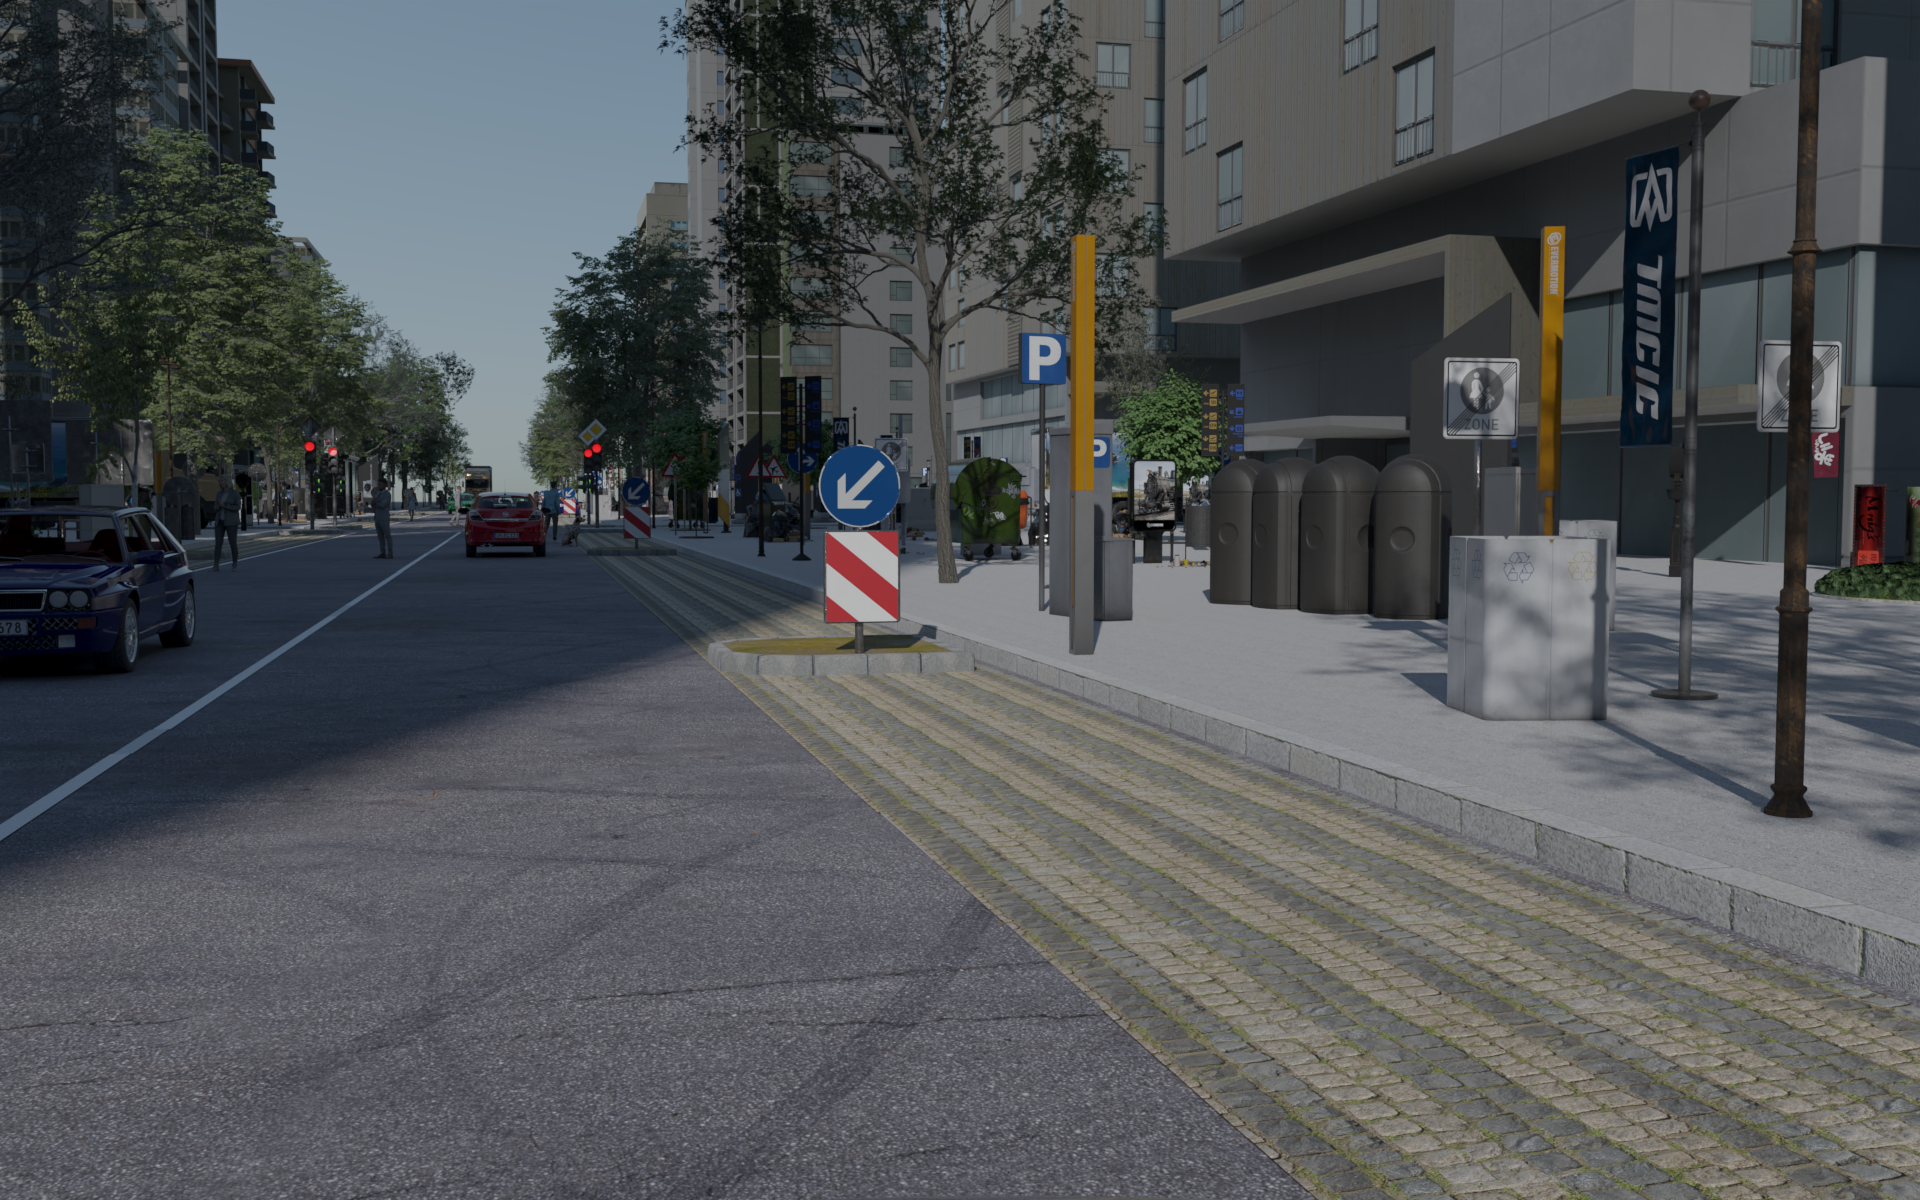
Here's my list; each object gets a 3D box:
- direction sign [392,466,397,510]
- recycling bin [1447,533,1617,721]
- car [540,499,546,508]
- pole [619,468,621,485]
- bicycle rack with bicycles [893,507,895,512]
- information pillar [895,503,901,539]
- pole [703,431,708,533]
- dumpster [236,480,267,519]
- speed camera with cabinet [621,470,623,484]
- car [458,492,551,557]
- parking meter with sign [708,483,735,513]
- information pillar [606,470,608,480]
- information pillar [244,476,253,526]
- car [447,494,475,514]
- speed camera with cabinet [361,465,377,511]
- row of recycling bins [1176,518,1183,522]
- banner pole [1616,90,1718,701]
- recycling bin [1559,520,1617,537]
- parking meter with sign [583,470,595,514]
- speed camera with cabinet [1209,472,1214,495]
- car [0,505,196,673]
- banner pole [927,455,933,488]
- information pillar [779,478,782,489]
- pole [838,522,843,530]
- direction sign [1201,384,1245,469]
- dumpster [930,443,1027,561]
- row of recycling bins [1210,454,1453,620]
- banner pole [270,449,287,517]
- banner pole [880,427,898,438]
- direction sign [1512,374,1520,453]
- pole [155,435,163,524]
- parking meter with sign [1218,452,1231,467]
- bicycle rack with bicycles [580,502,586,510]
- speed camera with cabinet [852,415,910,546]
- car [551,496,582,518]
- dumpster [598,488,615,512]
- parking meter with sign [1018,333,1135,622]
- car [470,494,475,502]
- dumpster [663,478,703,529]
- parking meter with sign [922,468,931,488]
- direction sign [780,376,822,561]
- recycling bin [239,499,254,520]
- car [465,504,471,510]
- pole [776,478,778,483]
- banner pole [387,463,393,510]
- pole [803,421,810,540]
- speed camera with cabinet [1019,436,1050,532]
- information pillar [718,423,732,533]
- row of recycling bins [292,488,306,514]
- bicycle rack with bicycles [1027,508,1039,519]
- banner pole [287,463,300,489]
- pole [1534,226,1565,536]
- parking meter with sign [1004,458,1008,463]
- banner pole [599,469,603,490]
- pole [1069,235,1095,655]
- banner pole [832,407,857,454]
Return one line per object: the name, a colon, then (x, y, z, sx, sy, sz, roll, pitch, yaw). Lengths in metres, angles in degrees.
direction sign: (-46.318, -9.153, 141.652, 0.379, 3.537, 0.876, 0, 4, -4)
recycling bin: (3.313, 0.148, 10.130, 0.722, 1.027, 0.722, 0, 4, -2)
car: (-35.690, -8.476, 151.160, 1.945, 1.354, 3.894, -1, 4, -14)
pole: (-23.835, -7.790, 121.217, 0.158, 3.312, 0.155, 0, 3, 0)
bicycle rack with bicycles: (-4.068, -5.013, 95.351, 2.852, 0.926, 2.925, 1, 4, 10)
information pillar: (-1.695, -2.750, 49.449, 0.304, 2.012, 0.304, 0, 4, 6)
pole: (-8.301, -3.831, 56.486, 0.158, 3.312, 0.155, 0, 3, 0)
dumpster: (-36.410, -5.277, 88.770, 1.502, 2.255, 1.985, -1, 4, -14)
speed camera with cabinet: (-27.349, -9.090, 142.965, 0.660, 3.252, 2.038, -3, 5, -43)
car: (-10.724, -1.943, 40.811, 2.155, 1.783, 4.494, -1, 4, -15)
parking meter with sign: (-14.997, -6.905, 109.157, 0.543, 3.016, 1.738, 3, 4, 38)
information pillar: (-29.450, -9.397, 145.001, 0.504, 3.616, 0.183, 3, 4, 38)
information pillar: (-28.346, -3.940, 68.914, 0.304, 2.012, 0.304, -3, 5, -43)
car: (-35.510, -7.001, 123.258, 1.959, 1.807, 4.718, -1, 4, -15)
speed camera with cabinet: (-40.299, -7.474, 116.532, 2.038, 3.252, 0.660, 1, 4, 15)
row of recycling bins: (9.969, -4.465, 80.123, 1.069, 1.692, 3.534, -2, 4, -31)
banner pole: (4.498, -1.287, 11.053, 0.401, 3.779, 0.863, -1, 4, -21)
recycling bin: (5.869, -0.247, 16.589, 0.722, 1.027, 0.722, 1, 4, 16)
parking meter with sign: (-26.359, -7.736, 122.740, 0.543, 3.016, 1.738, -1, 4, -14)
speed camera with cabinet: (9.614, -4.528, 68.370, 0.660, 3.252, 2.038, 1, 4, 18)
car: (-7.772, -0.140, 14.863, 1.945, 1.354, 3.894, -1, 4, -14)
banner pole: (-1.947, -7.428, 111.469, 0.401, 3.779, 0.863, 2, 4, 30)
information pillar: (-15.152, -9.458, 145.990, 0.183, 3.616, 0.504, -2, 4, -25)
pole: (-4.292, -4.175, 62.097, 0.158, 3.312, 0.155, 0, 3, 0)
direction sign: (5.402, -2.669, 35.632, 0.876, 3.537, 0.379, 0, 4, -1)
dumpster: (0.362, -1.917, 33.841, 1.502, 2.255, 1.985, -1, 4, -14)
row of recycling bins: (4.003, -0.735, 19.135, 1.069, 1.692, 3.534, -2, 4, -30)
banner pole: (-37.482, -6.410, 94.827, 0.401, 3.779, 0.863, 1, 4, 16)
banner pole: (-2.569, -4.551, 64.420, 0.863, 3.779, 0.401, 0, 4, 7)
direction sign: (10.362, -2.511, 33.053, 0.379, 3.537, 0.876, -1, 4, -19)
pole: (-27.697, -4.039, 59.881, 0.158, 3.312, 0.155, 0, 3, 0)
parking meter with sign: (11.130, -4.528, 70.287, 0.543, 3.016, 1.738, -1, 4, -21)
bicycle rack with bicycles: (-29.397, -7.724, 139.674, 2.925, 0.926, 2.852, -3, 5, -40)
speed camera with cabinet: (-2.013, -3.021, 43.725, 0.660, 3.252, 2.038, -2, 4, -33)
car: (-23.683, -5.589, 103.961, 1.945, 1.354, 3.894, -1, 4, -14)
dumpster: (-25.941, -7.422, 127.111, 1.264, 1.857, 1.865, -1, 4, -14)
parking meter with sign: (1.249, -1.338, 18.140, 0.543, 3.016, 1.738, -2, 4, -25)
car: (-42.247, -8.329, 148.178, 2.014, 1.417, 4.499, -1, 4, -13)
dumpster: (-10.254, -3.810, 64.787, 1.502, 2.255, 1.985, -1, 4, -14)
parking meter with sign: (-2.168, -7.187, 113.763, 0.543, 3.016, 1.738, 0, 4, -6)
direction sign: (-3.057, -2.530, 33.358, 0.876, 3.537, 0.379, 1, 4, 22)
recycling bin: (-35.244, -4.445, 85.231, 0.722, 1.027, 0.722, -3, 5, -40)
car: (-16.694, -3.086, 62.261, 2.131, 1.459, 4.920, -1, 4, -15)
pole: (-10.798, -6.626, 102.184, 0.158, 3.312, 0.155, 0, 3, 0)
banner pole: (-45.944, -9.157, 139.730, 0.401, 3.779, 0.863, 1, 4, 19)
pole: (-4.280, -3.324, 48.195, 0.158, 3.312, 0.155, 0, 3, 0)
speed camera with cabinet: (2.951, -3.929, 58.573, 2.038, 3.252, 0.660, 2, 4, 33)
information pillar: (-7.769, -4.016, 57.017, 0.183, 3.616, 0.504, 2, 4, 34)
row of recycling bins: (-42.248, -6.368, 111.223, 1.069, 1.692, 3.534, -1, 4, -9)
bicycle rack with bicycles: (3.809, -4.046, 79.536, 2.925, 0.926, 2.852, -3, 4, -38)
banner pole: (-43.671, -7.567, 113.739, 0.863, 3.779, 0.401, 1, 4, 21)
pole: (4.535, -1.193, 13.342, 0.158, 3.312, 0.155, 0, 3, 0)
parking meter with sign: (1.427, -5.267, 82.375, 1.738, 3.016, 0.543, -3, 4, -37)
banner pole: (-25.361, -8.060, 121.802, 0.863, 3.779, 0.401, 3, 4, 37)
pole: (0.971, -1.219, 13.779, 0.158, 3.312, 0.155, 0, 3, 0)
banner pole: (-3.240, -3.647, 49.653, 0.863, 3.779, 0.401, 0, 4, 2)
